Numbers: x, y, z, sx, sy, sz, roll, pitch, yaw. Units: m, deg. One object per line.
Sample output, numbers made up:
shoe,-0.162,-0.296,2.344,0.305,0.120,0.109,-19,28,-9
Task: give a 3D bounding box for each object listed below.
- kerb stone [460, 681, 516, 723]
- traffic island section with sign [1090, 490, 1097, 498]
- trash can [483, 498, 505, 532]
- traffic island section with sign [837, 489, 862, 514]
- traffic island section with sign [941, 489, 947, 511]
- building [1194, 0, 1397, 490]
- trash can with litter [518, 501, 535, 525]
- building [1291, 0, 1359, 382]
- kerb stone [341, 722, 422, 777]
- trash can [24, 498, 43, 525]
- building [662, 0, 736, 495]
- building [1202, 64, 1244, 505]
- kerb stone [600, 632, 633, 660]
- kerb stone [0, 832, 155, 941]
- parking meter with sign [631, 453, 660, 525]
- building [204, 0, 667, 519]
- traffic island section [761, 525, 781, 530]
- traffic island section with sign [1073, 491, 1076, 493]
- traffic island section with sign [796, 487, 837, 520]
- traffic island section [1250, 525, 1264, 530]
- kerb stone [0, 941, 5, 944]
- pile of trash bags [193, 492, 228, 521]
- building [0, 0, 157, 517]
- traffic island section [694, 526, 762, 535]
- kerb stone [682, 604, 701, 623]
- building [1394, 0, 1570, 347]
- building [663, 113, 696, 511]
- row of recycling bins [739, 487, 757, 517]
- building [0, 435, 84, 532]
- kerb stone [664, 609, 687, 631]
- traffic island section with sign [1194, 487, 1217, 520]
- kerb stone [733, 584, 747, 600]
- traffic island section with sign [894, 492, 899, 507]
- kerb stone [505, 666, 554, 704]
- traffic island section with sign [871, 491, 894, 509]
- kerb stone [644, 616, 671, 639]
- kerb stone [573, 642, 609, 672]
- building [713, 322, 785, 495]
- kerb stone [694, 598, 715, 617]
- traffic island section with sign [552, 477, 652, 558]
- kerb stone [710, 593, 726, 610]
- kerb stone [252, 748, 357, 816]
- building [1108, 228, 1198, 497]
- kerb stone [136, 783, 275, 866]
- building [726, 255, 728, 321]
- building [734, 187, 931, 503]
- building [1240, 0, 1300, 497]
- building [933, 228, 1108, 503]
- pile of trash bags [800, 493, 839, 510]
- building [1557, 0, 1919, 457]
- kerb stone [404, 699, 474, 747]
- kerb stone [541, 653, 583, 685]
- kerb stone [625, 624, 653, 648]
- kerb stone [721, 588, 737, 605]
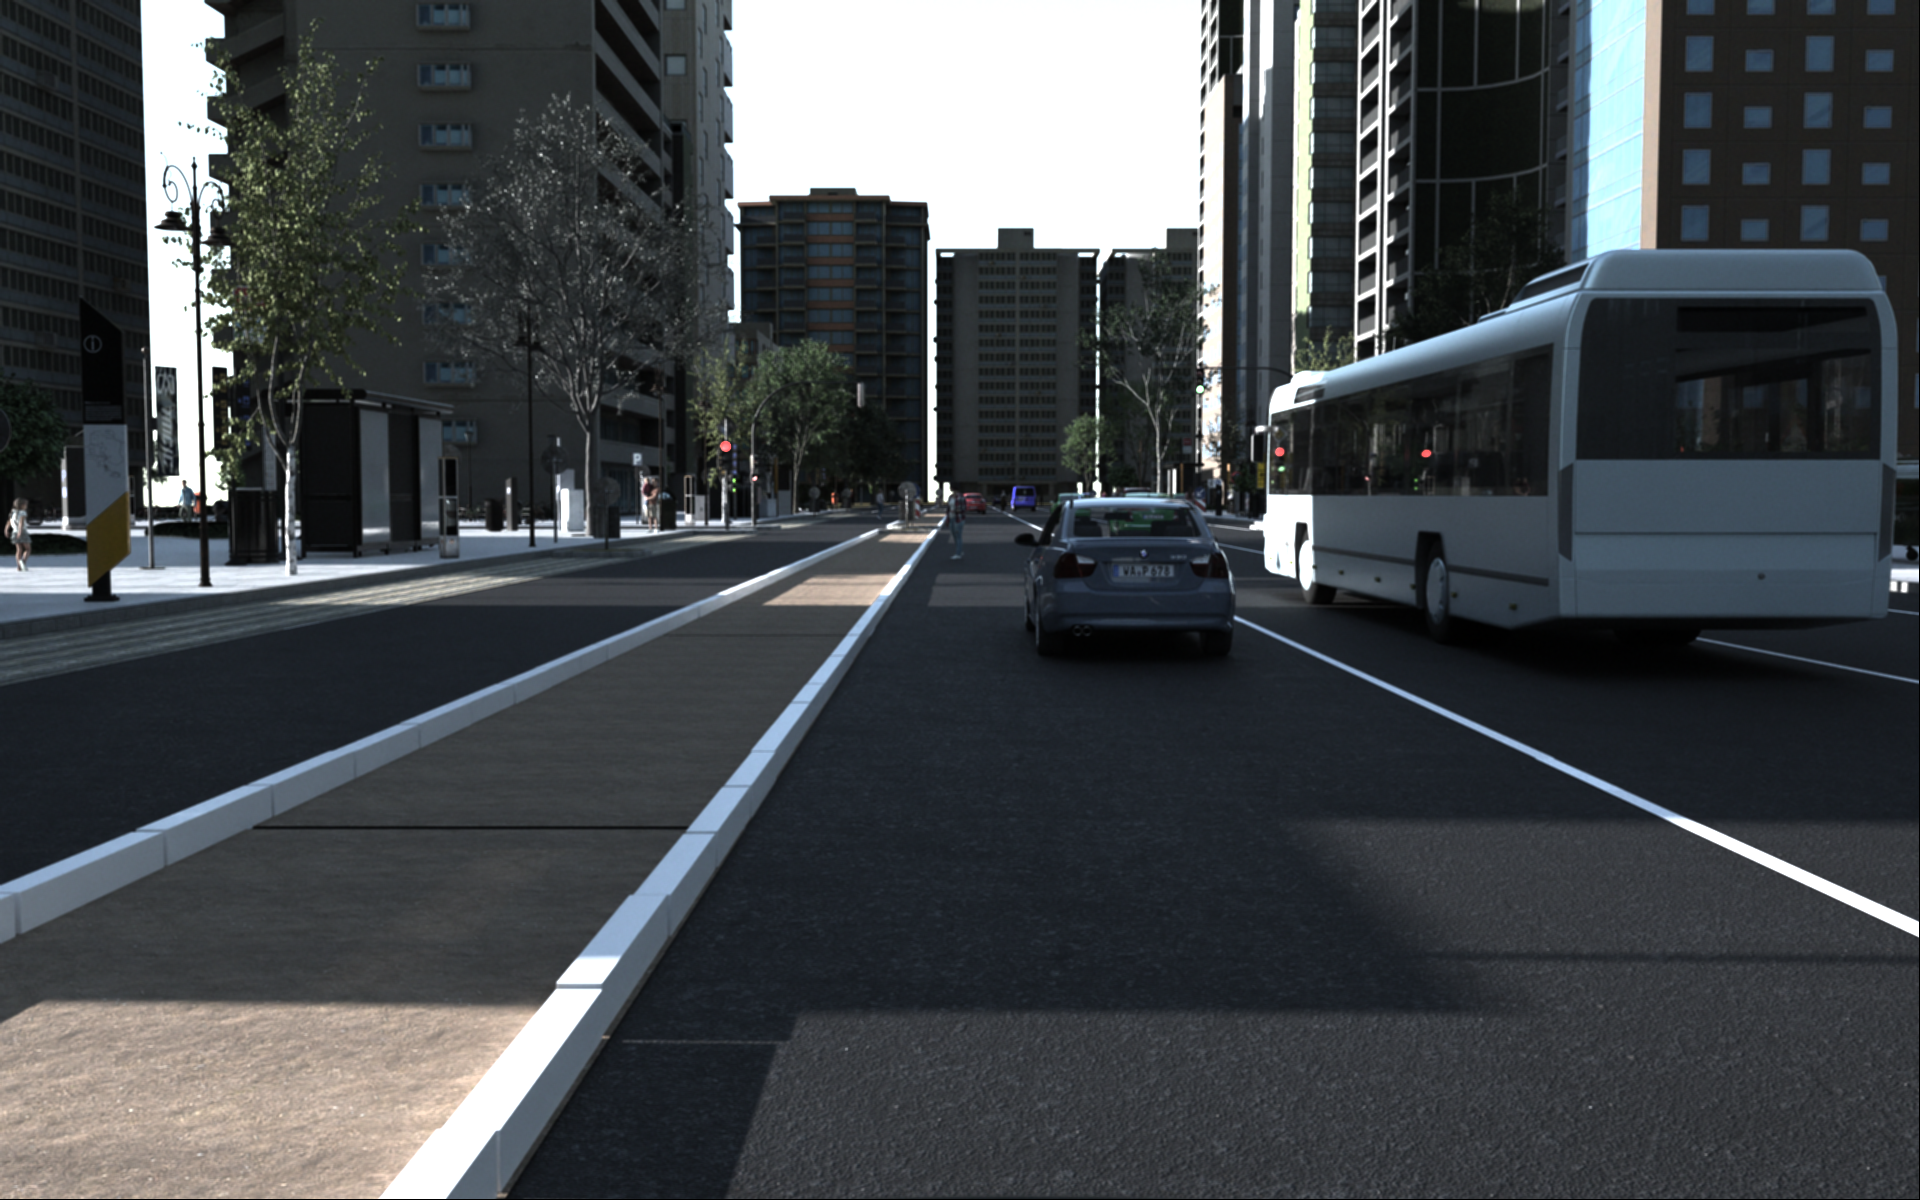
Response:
kerb stone,-3.080,0.673,11.217,0.120,0.150,1.000,0,3,0
traffic island section with sign,13.089,-9.986,171.891,1.989,1.847,2.006,0,3,0
trash can,-15.961,-2.918,59.366,0.748,1.137,0.748,0,3,0
traffic island section with sign,-7.935,-6.968,122.550,1.989,1.847,2.006,0,3,0
traffic island section with sign,-1.768,-8.369,144.964,2.006,1.907,1.989,0,3,0
building,36.741,-46.509,198.667,20.563,71.187,20.611,0,3,0
trash can with litter,-18.529,-3.780,73.194,1.055,1.170,0.624,-2,4,-24
building,32.697,-27.518,133.511,14.154,41.232,14.086,0,3,0
kerb stone,-3.083,0.801,9.173,0.120,0.150,1.000,0,3,0
trash can,-38.013,-3.635,71.092,0.748,1.137,0.748,0,3,0
building,-35.520,-34.846,158.979,28.713,52.752,27.495,0,3,0
building,33.403,-32.521,181.831,14.600,45.320,14.200,0,3,0
kerb stone,-3.071,0.421,15.314,0.120,0.150,1.000,0,3,0
kerb stone,-3.094,0.989,6.097,0.120,0.150,1.000,0,3,0
parking meter with sign,-13.018,-4.679,72.770,1.738,3.016,0.543,3,4,38
building,-29.348,-29.043,98.555,21.300,48.544,21.600,0,3,0
traffic island section,-8.352,-2.930,70.182,2.009,0.180,2.903,0,3,0
traffic island section with sign,13.147,-11.644,199.001,1.989,1.847,2.006,0,3,0
traffic island section with sign,-7.978,-5.307,95.390,1.989,1.847,2.006,0,3,0
traffic island section,12.889,-2.927,70.136,2.009,0.180,2.903,0,3,0
kerb stone,-3.097,1.048,5.064,0.120,0.150,1.000,0,3,0
pile of trash bags,-30.657,-3.838,72.510,3.447,1.369,1.912,1,4,16
building,-60.986,-24.669,95.220,23.993,40.220,32.217,0,3,0
traffic island section,-8.368,-2.441,62.197,2.009,0.180,2.903,0,3,0
kerb stone,-3.069,0.175,19.417,0.120,0.150,1.000,0,3,0
building,35.081,-40.920,107.292,20.563,71.187,20.611,0,3,0
building,-27.865,-21.854,129.021,14.160,30.474,14.107,0,3,0
row of recycling bins,-12.396,-5.488,96.834,1.069,1.692,3.534,-2,4,-34
building,-40.667,-23.617,40.762,28.867,44.769,22.147,0,3,0
kerb stone,-3.066,0.232,18.395,0.120,0.150,1.000,0,3,0
traffic island section with sign,12.936,-5.273,94.844,1.989,1.847,2.006,0,3,0
kerb stone,-3.055,-0.081,23.517,0.120,0.150,1.000,0,3,0
traffic island section with sign,-7.770,-11.671,199.450,1.989,1.847,2.006,0,3,0
kerb stone,-3.069,0.609,12.240,0.120,0.150,1.000,0,3,0
traffic island section with sign,-7.833,-10.000,172.133,1.989,1.847,2.006,0,3,0
kerb stone,-3.069,0.295,17.373,0.120,0.150,1.000,0,3,0
kerb stone,-3.076,0.484,14.284,0.120,0.150,1.000,0,3,0
building,-35.738,-21.465,195.990,28.899,21.520,27.650,0,3,0
kerb stone,-3.057,0.107,20.439,0.120,0.150,1.000,0,3,0
traffic island section with sign,-8.083,-1.881,39.374,1.989,1.847,2.006,0,3,0
kerb stone,-3.061,0.051,21.471,0.120,0.150,1.000,0,3,0
kerb stone,-3.086,0.859,8.151,0.120,0.150,1.000,0,3,0
building,32.813,-34.476,255.555,23.993,40.220,32.217,0,3,0
kerb stone,-3.091,0.922,7.125,0.120,0.150,1.000,0,3,0
building,-40.595,-34.395,245.947,14.086,41.232,14.154,0,3,0
building,-18.765,-36.416,250.030,28.867,44.769,22.147,0,3,0
building,36.723,-37.783,159.752,21.231,58.520,28.212,0,3,0
building,8.105,-34.469,255.442,23.993,40.220,32.217,0,3,0
pile of trash bags,-11.240,-7.873,138.483,3.447,1.369,1.912,-2,4,-32
building,38.506,-26.559,84.350,14.200,45.320,14.600,0,3,0
kerb stone,-3.077,0.734,10.195,0.120,0.150,1.000,0,3,0
kerb stone,-3.075,0.547,13.262,0.120,0.150,1.000,0,3,0
kerb stone,-3.070,0.360,16.343,0.120,0.150,1.000,0,3,0
kerb stone,-3.059,-0.016,22.493,0.120,0.150,1.000,0,3,0
